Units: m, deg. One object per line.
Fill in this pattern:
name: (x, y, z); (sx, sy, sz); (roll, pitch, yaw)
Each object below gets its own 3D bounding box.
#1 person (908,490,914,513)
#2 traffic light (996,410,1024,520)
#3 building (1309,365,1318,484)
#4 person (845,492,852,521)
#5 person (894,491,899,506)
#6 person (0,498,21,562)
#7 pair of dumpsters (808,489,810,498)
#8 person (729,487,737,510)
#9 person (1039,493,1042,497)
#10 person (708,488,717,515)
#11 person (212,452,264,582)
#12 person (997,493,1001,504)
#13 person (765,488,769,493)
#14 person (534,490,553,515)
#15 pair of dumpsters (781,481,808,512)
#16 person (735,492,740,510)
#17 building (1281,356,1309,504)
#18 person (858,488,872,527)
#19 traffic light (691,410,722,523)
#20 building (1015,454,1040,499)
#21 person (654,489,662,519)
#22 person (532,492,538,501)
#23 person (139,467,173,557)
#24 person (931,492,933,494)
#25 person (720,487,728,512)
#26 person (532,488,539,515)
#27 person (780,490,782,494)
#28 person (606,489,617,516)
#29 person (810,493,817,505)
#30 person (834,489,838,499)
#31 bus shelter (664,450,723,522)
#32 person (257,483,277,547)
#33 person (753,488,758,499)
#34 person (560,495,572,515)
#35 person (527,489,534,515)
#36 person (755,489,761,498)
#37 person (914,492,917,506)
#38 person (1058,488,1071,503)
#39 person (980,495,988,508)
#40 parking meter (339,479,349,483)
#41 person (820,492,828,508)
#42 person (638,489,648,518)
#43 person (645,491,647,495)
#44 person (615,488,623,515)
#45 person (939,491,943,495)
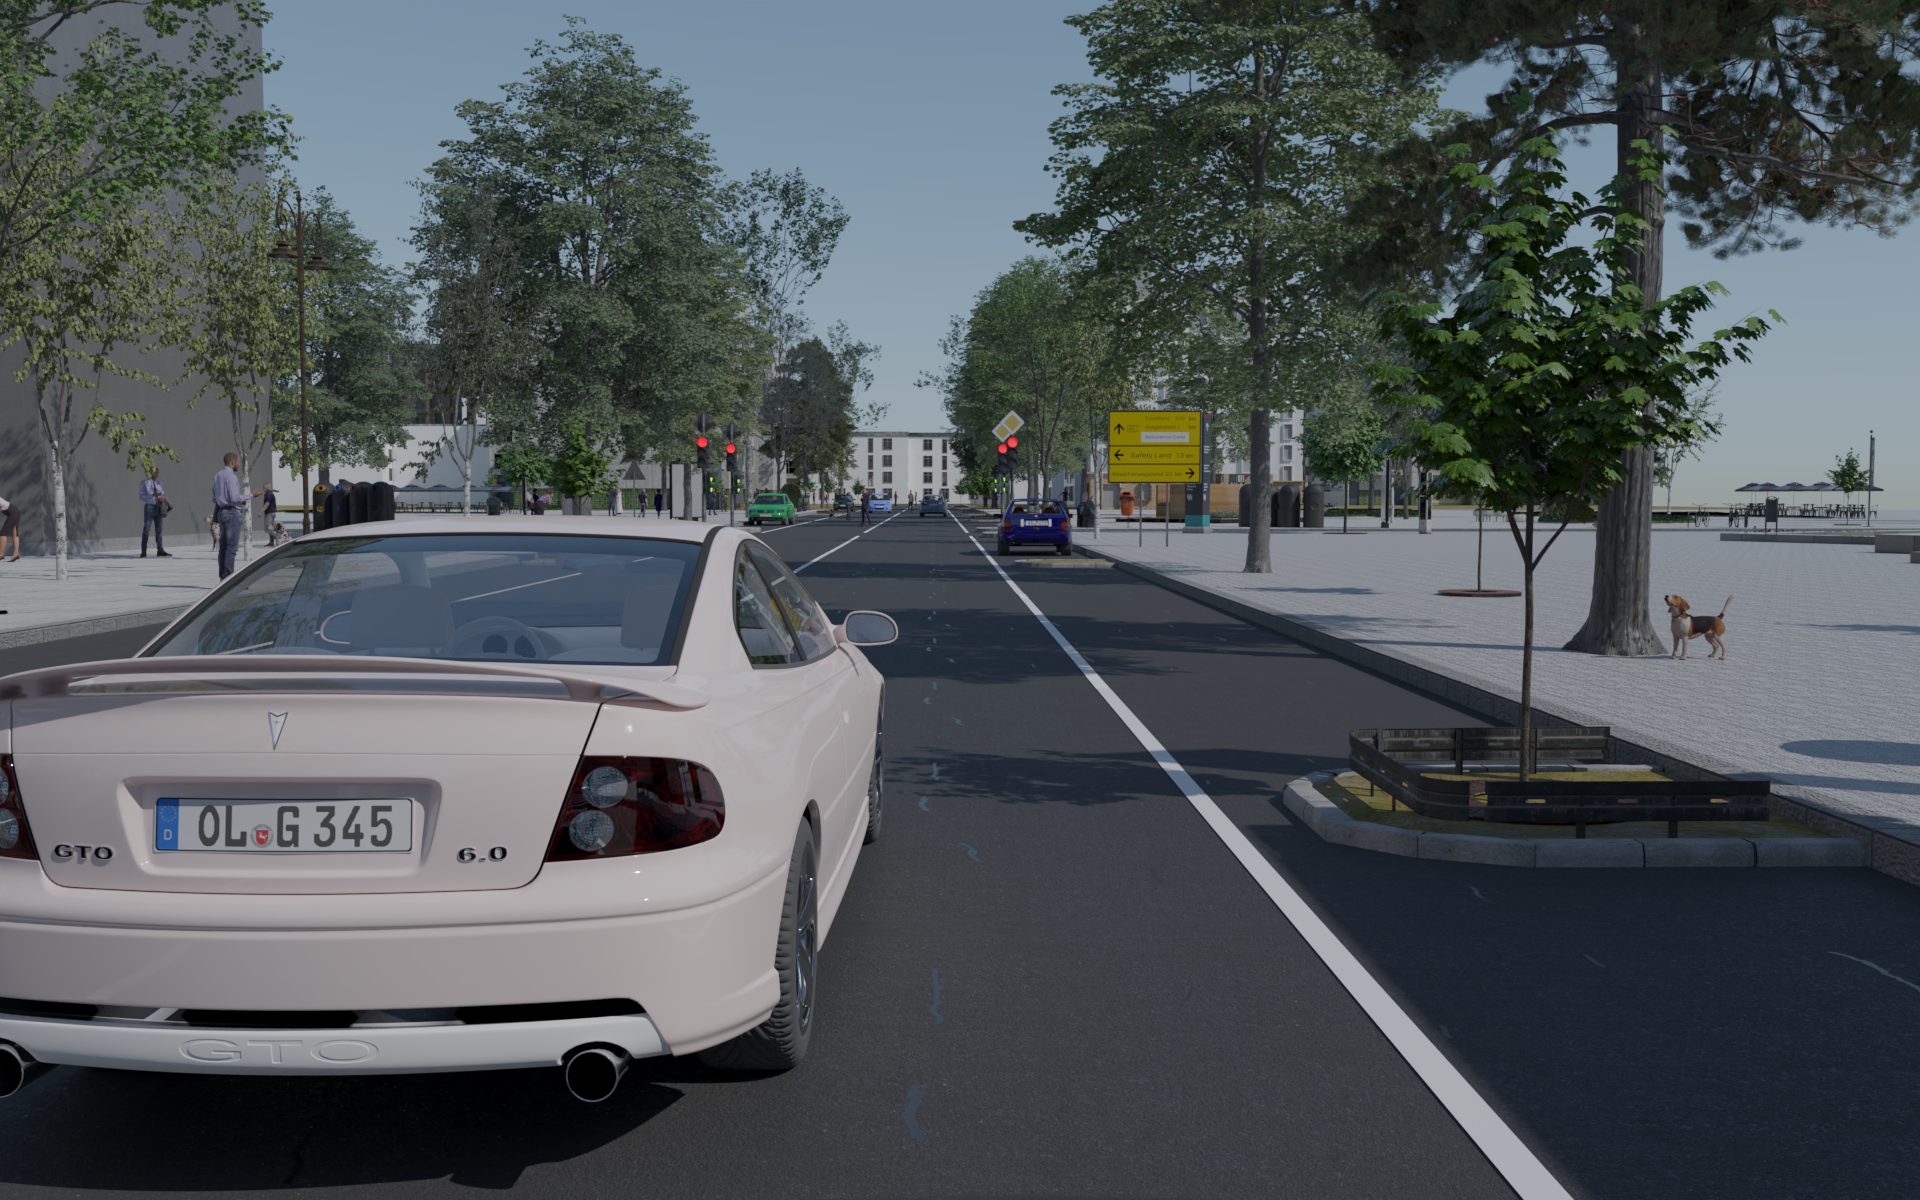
person: (-3.703, -7.584, 133.036); (0.617, 1.759, 0.750); (-2, 4, -27)
traffic light: (1.706, -4.169, 57.414); (0.839, 4.213, 0.868); (0, 4, -1)
building: (52.360, -23.538, 241.272); (11.380, 20.091, 16.016); (0, 4, -1)
person: (-6.029, -5.068, 93.580); (0.429, 1.552, 0.499); (0, 4, 6)
person: (-7.641, -12.122, 206.836); (0.705, 1.807, 1.348); (1, 4, 21)
person: (-18.009, -1.416, 32.378); (0.628, 1.438, 0.799); (1, 4, 23)
pair of dumpsters: (-12.010, -7.706, 128.485); (1.574, 2.255, 4.436); (0, 4, -1)
person: (-18.403, -8.193, 139.865); (0.709, 1.838, 0.599); (3, 5, 42)
person: (9.370, -12.550, 210.870); (1.348, 1.869, 0.705); (-1, 4, -10)
person: (-14.827, -5.936, 104.023); (0.530, 1.710, 0.541); (-2, 4, -28)
person: (-9.733, -1.068, 23.378); (0.709, 1.838, 0.599); (3, 5, 43)
person: (4.395, -11.556, 198.214); (0.697, 1.427, 0.421); (-2, 4, -32)
person: (-16.489, -8.634, 147.224); (0.705, 1.822, 1.348); (2, 4, 25)
person: (-13.798, -2.947, 57.462); (0.421, 1.427, 0.697); (3, 5, 41)
pair of dumpsters: (-11.934, -7.394, 123.385); (1.574, 2.255, 4.436); (0, 4, -1)
person: (-18.410, -8.342, 143.103); (0.551, 1.740, 0.621); (-3, 4, -36)
building: (40.733, -23.530, 241.129); (11.380, 20.091, 16.016); (0, 4, -1)
person: (-4.147, -4.040, 75.473); (0.530, 1.710, 0.541); (-2, 4, -32)
traffic light: (-8.454, -4.159, 57.245); (0.839, 4.213, 0.868); (0, 4, -1)
building: (21.071, -18.043, 237.147); (28.070, 9.664, 9.099); (0, 4, -1)
person: (-14.612, -4.603, 83.679); (0.453, 1.535, 0.546); (-3, 5, -42)
person: (-24.195, -5.552, 98.520); (0.444, 1.614, 0.593); (0, 4, -2)
person: (-16.345, -1.795, 35.261); (0.599, 1.838, 0.709); (2, 4, 26)
person: (-2.179, -7.474, 132.760); (0.516, 1.574, 0.319); (1, 4, 13)
person: (-16.963, -7.236, 124.796); (0.568, 1.767, 0.683); (2, 4, 27)
person: (-18.639, -4.173, 76.635); (0.453, 1.535, 0.546); (3, 5, 45)
person: (-17.524, -10.004, 170.430); (0.721, 1.723, 1.217); (-3, 5, -40)
person: (-20.186, -5.725, 100.472); (0.655, 1.722, 0.431); (1, 4, 15)
person: (-17.842, -12.489, 210.915); (1.217, 1.739, 0.721); (3, 5, 45)
person: (-12.011, -9.919, 168.764); (0.434, 1.755, 0.990); (-2, 4, -25)
bus shelter: (-12.376, -5.298, 80.544); (2.014, 3.302, 5.546); (0, 4, -1)
person: (-16.608, -2.048, 41.730); (0.471, 1.553, 0.569); (1, 4, 23)
person: (-18.267, -9.183, 156.045); (0.709, 1.838, 0.599); (1, 4, 9)
person: (-11.631, -2.751, 51.684); (0.551, 1.740, 0.621); (-3, 5, -39)
person: (-21.718, -4.840, 87.395); (0.590, 1.554, 0.614); (1, 4, 17)
person: (-17.313, -8.745, 149.841); (0.721, 1.723, 1.217); (3, 4, 36)
person: (-5.529, -12.500, 213.597); (0.721, 1.735, 1.217); (1, 4, 12)
person: (9.813, -9.557, 162.245); (1.348, 1.831, 0.705); (1, 4, 22)
person: (2.445, -9.607, 163.837); (1.217, 1.743, 0.721); (1, 4, 18)
parking meter: (-23.876, -3.759, 67.176); (0.255, 1.863, 0.399); (0, 4, 7)
person: (-12.114, -9.073, 155.317); (0.756, 1.711, 0.436); (2, 4, 32)
person: (-15.733, -4.726, 85.518); (0.471, 1.553, 0.569); (-2, 4, -30)
person: (-23.055, -7.221, 126.321); (0.499, 1.552, 0.429); (0, 4, -6)
person: (-21.313, -6.190, 107.916); (0.621, 1.740, 0.551); (-2, 4, -34)
person: (-1.984, -10.242, 176.626); (0.551, 1.740, 0.621); (1, 4, 14)
